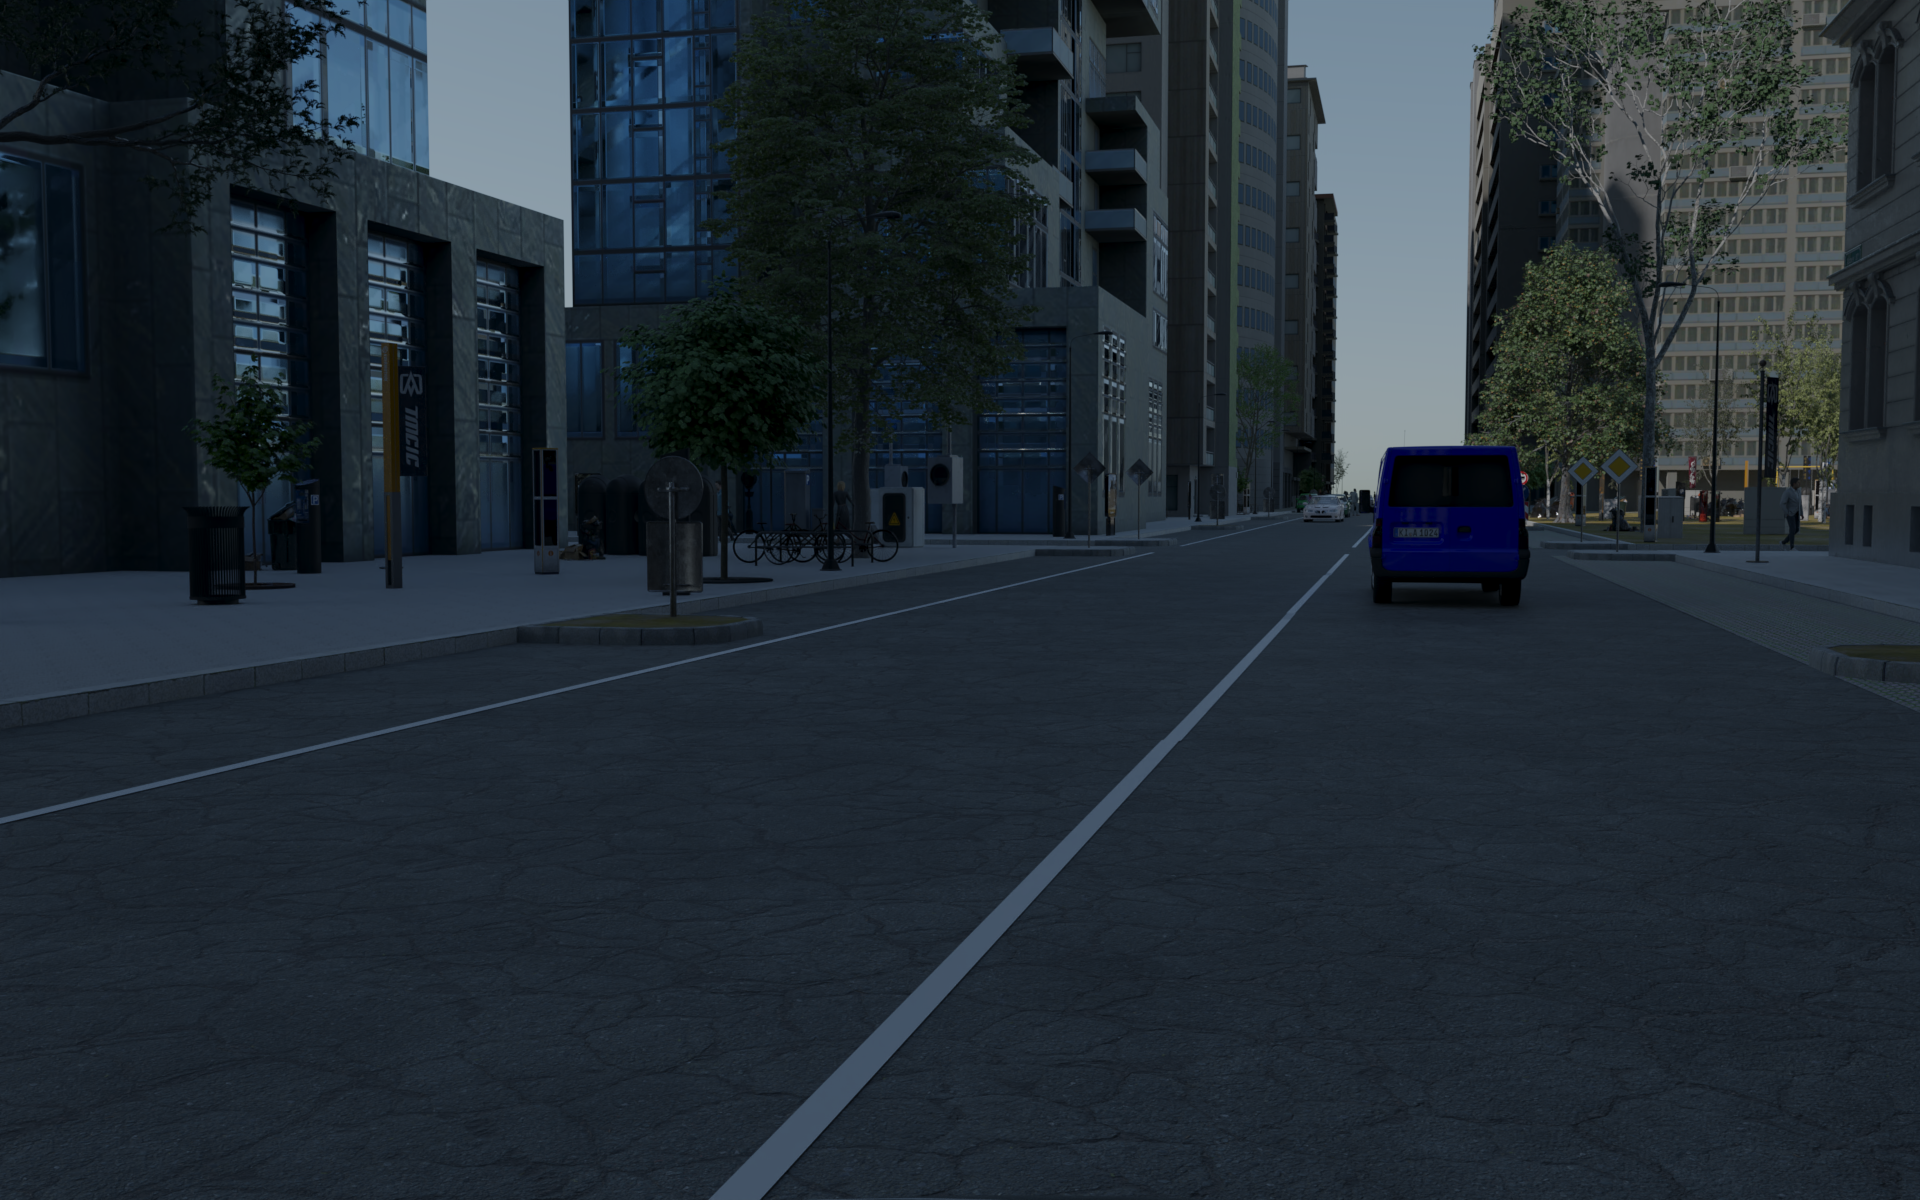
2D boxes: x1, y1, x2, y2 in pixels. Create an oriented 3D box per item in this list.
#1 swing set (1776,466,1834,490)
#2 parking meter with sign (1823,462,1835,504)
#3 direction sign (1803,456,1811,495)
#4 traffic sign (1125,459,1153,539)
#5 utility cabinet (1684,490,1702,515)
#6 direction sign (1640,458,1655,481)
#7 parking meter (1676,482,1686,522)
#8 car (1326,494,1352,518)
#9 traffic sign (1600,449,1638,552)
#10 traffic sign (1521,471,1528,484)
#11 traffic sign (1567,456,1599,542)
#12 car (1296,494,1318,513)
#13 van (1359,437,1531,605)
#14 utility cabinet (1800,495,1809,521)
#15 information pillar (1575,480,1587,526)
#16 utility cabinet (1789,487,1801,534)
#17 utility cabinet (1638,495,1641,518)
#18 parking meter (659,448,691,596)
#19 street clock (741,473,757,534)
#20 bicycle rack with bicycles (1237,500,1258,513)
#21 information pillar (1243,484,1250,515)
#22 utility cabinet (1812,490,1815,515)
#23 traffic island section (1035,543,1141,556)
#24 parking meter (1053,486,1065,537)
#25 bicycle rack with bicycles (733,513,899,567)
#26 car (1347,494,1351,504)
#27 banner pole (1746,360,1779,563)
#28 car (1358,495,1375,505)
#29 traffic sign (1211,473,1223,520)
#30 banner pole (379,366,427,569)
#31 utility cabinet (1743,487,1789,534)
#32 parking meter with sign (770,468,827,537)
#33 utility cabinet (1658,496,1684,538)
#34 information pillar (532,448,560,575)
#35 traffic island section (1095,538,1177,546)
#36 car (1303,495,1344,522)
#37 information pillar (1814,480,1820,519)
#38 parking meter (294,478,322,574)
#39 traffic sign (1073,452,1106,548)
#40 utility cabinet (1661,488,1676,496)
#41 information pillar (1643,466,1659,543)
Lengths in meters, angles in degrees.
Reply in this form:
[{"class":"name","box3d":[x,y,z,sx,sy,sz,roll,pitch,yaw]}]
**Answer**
[{"class":"swing set","box3d":[47.467,-6.114,97.588,3.119,2.851,2.862,2,4,32]},{"class":"parking meter with sign","box3d":[47.476,-5.970,93.871,1.738,3.016,0.543,-2,4,-24]},{"class":"direction sign","box3d":[49.856,-6.729,102.017,0.876,3.537,0.379,-3,5,-39]},{"class":"traffic sign","box3d":[5.063,-2.772,48.970,0.795,2.450,0.064,1,4,14]},{"class":"utility cabinet","box3d":[43.607,-5.782,103.212,1.173,1.500,0.318,-1,4,-18]},{"class":"direction sign","box3d":[41.907,-6.949,105.620,0.876,3.537,0.379,2,4,31]},{"class":"parking meter","box3d":[33.550,-4.585,80.673,0.399,1.863,0.255,-1,4,-13]},{"class":"car","box3d":[23.097,-5.809,106.778,2.131,1.459,4.920,1,4,15]},{"class":"traffic sign","box3d":[14.548,-2.119,38.283,0.795,2.450,0.064,1,4,14]},{"class":"traffic sign","box3d":[31.208,-5.892,96.434,0.768,2.556,0.104,1,4,17]},{"class":"traffic sign","box3d":[16.532,-2.592,46.018,0.795,2.450,0.064,1,4,14]},{"class":"car","box3d":[26.781,-7.597,133.001,1.959,1.807,4.718,1,4,12]},{"class":"van","box3d":[6.704,-1.208,24.133,2.240,2.365,5.245,1,4,13]},{"class":"utility cabinet","box3d":[40.419,-4.434,83.651,1.020,1.237,0.306,2,4,33]},{"class":"information pillar","box3d":[24.764,-3.950,69.081,0.304,2.012,0.304,-3,4,-38]},{"class":"utility cabinet","box3d":[26.252,-2.845,55.193,1.173,1.500,0.318,-2,4,-26]},{"class":"utility cabinet","box3d":[37.442,-5.083,94.274,1.020,1.237,0.306,-1,4,-11]},{"class":"parking meter","box3d":[-3.623,-0.993,21.939,0.399,1.863,0.255,0,4,-5]},{"class":"street clock","box3d":[-6.716,-3.094,55.158,0.471,2.002,0.358,1,4,19]},{"class":"bicycle rack with bicycles","box3d":[18.559,-6.227,115.190,2.852,0.926,2.925,-1,4,-22]},{"class":"information pillar","box3d":[17.968,-6.365,108.560,0.304,2.012,0.304,-3,4,-38]},{"class":"utility cabinet","box3d":[53.107,-5.998,106.740,1.173,1.500,0.318,-1,4,-15]},{"class":"traffic island section","box3d":[3.054,-1.163,41.302,2.009,0.180,2.903,1,4,14]},{"class":"parking meter","box3d":[2.963,-2.655,51.820,0.372,1.533,0.369,0,3,0]},{"class":"bicycle rack with bicycles","box3d":[-2.776,-1.124,31.758,2.925,0.926,2.852,1,4,10]},{"class":"car","box3d":[51.799,-13.505,230.589,2.009,1.686,4.222,1,4,15]},{"class":"banner pole","box3d":[15.143,-2.600,32.525,0.863,3.779,0.401,-3,4,-38]},{"class":"car","box3d":[52.399,-12.898,223.240,2.083,1.381,4.827,1,4,14]},{"class":"traffic sign","box3d":[12.746,-5.119,85.828,0.606,2.300,0.079,2,4,24]},{"class":"banner pole","box3d":[-9.571,-2.431,29.767,0.863,3.779,0.401,-2,4,-25]},{"class":"utility cabinet","box3d":[25.363,-2.809,54.608,1.173,1.500,0.318,1,4,20]},{"class":"parking meter with sign","box3d":[-4.840,-3.381,51.542,1.738,3.016,0.543,1,4,14]},{"class":"utility cabinet","box3d":[20.420,-2.388,50.212,1.020,1.237,0.306,0,4,-7]},{"class":"information pillar","box3d":[-6.610,-1.417,27.656,0.304,2.012,0.304,-3,5,-40]},{"class":"traffic island section","box3d":[5.038,-1.636,49.037,2.009,0.180,2.903,1,4,14]},{"class":"car","box3d":[18.758,-4.699,89.185,2.083,1.381,4.827,1,4,16]},{"class":"information pillar","box3d":[44.278,-5.192,89.383,0.304,2.012,0.304,2,4,27]},{"class":"parking meter","box3d":[-10.520,-1.195,27.954,0.372,1.533,0.369,0,3,0]},{"class":"traffic sign","box3d":[3.079,-2.299,41.234,0.795,2.450,0.064,1,4,14]},{"class":"utility cabinet","box3d":[26.687,-3.463,65.294,0.318,1.500,1.173,1,4,11]},{"class":"information pillar","box3d":[18.356,-2.538,45.981,0.304,2.012,0.304,2,4,33]}]
